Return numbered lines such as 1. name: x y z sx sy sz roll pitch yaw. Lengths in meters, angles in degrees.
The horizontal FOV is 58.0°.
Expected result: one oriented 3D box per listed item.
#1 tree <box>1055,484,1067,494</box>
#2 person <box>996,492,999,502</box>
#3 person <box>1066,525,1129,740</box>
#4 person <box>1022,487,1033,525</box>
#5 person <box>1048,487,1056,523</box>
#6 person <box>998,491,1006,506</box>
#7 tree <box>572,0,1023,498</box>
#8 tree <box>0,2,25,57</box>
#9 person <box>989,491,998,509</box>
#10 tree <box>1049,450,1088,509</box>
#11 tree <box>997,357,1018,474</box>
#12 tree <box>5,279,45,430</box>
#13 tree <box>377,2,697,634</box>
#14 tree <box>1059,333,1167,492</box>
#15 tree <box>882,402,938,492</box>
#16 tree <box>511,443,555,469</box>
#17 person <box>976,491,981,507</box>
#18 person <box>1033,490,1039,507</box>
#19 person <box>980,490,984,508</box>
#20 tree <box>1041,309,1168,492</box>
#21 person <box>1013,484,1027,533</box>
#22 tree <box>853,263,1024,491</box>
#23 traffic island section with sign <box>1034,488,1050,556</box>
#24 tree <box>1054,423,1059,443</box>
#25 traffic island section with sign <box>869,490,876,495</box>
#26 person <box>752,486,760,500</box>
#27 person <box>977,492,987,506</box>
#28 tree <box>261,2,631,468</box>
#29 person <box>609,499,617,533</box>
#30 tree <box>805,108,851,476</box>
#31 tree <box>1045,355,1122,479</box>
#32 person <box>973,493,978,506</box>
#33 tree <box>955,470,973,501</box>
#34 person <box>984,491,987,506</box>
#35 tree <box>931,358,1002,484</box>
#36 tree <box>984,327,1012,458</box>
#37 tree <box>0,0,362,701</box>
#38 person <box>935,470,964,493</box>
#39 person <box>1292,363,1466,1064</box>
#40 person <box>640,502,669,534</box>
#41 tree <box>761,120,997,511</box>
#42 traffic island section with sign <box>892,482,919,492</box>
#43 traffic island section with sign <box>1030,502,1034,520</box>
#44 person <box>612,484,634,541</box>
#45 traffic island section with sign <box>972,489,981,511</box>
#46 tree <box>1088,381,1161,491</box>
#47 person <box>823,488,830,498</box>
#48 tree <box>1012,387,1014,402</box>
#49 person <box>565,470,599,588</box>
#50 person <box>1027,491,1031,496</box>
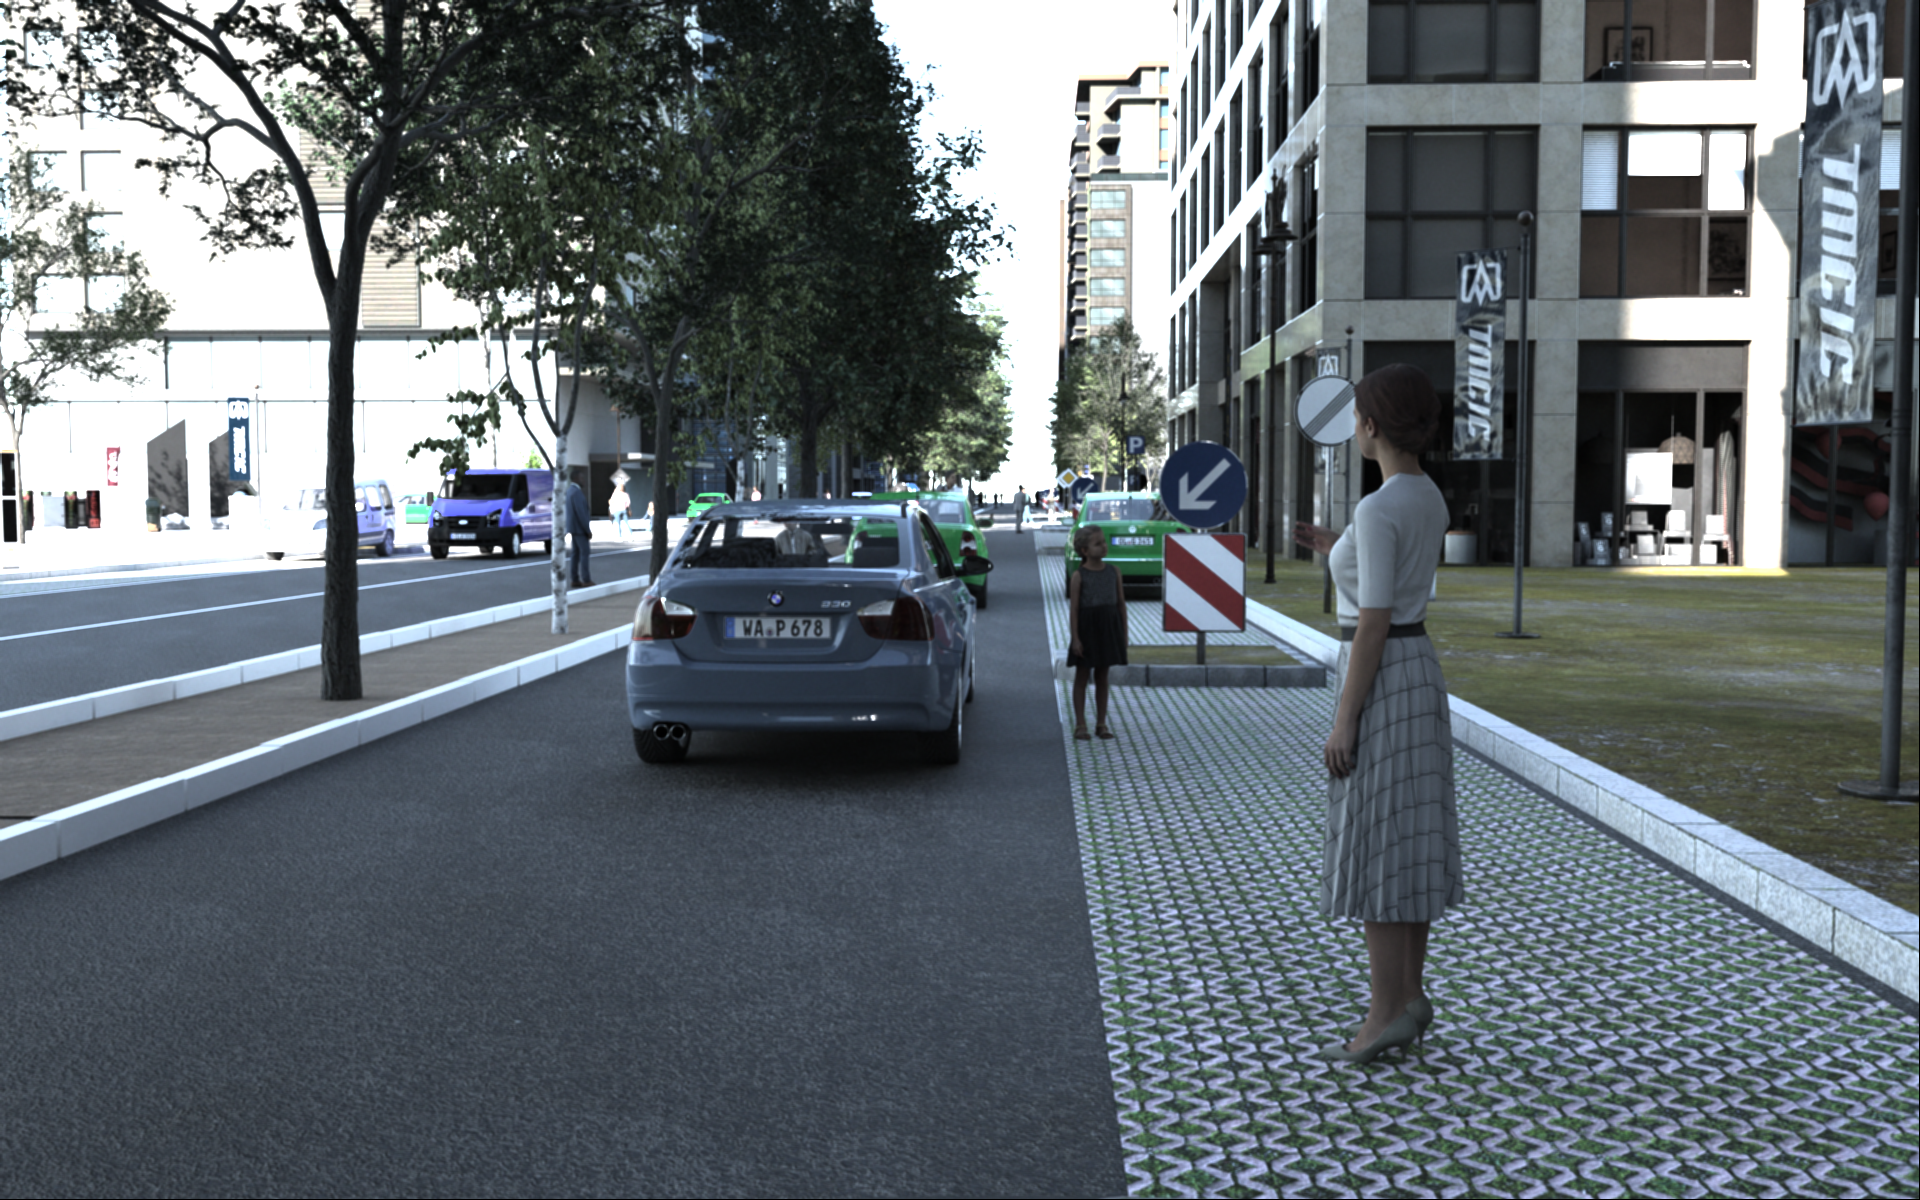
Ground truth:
1. tree: 11.642 -12.626 201.041 1.663 3.219 1.824 0 3 0
2. person: 6.365 -17.730 298.403 1.348 1.821 0.705 -1 4 -15
3. person: 0.810 0.187 10.117 0.362 1.253 0.373 -1 4 -14
4. person: 3.097 -4.445 81.517 0.721 1.781 0.623 -2 4 -29
5. person: 4.572 -4.694 85.797 0.362 1.759 0.519 2 4 27
6. person: 5.124 -12.595 214.449 1.348 1.821 0.705 2 4 34
7. tree: -3.412 -7.298 38.789 9.611 12.733 9.660 0 3 0
8. tree: -15.818 -10.122 21.381 12.611 20.169 13.585 0 3 0
9. person: 3.358 -9.922 171.260 0.750 1.759 0.617 -2 4 -30
10. tree: 9.859 -12.180 149.509 4.737 8.622 4.395 0 3 0
11. tree: 0.016 -11.900 115.149 7.486 12.596 7.792 0 3 0
12. tree: -30.116 -6.263 52.755 4.360 8.622 3.978 0 3 0
13. tree: -4.124 -3.968 17.699 4.737 8.622 4.395 0 3 0
14. tree: 7.625 -7.899 79.504 4.360 8.622 3.978 0 3 0
15. tree: -2.304 -6.286 55.597 4.360 8.622 3.978 0 3 0
16. tree: -15.847 -4.294 64.812 1.663 3.219 1.824 0 3 0
17. person: 2.252 -11.586 198.073 0.705 1.807 1.348 3 5 40
18. person: 7.877 -10.251 175.728 1.348 1.869 0.705 -3 4 -38
19. person: 2.284 -10.538 180.799 0.705 1.823 1.348 -1 4 -8
20. tree: 7.470 -9.321 86.806 7.601 10.594 8.767 1 4 11
21. person: 2.248 -3.353 63.515 0.606 1.804 0.583 2 4 32
22. tree: -1.543 -10.447 79.920 9.857 13.997 8.962 0 3 0
23. traffic island section with sign: 2.819 -1.970 40.844 1.989 1.847 2.006 0 4 2
24. tree: 8.340 -10.126 115.926 4.360 8.622 3.978 0 3 0
25. traffic island section with sign: -8.743 -10.096 173.691 1.989 1.847 2.006 0 4 2
26. person: -9.835 -4.564 83.134 0.555 1.821 0.388 2 4 29
27. person: 2.312 -10.916 187.695 1.217 1.735 0.721 1 4 20
28. tree: -16.147 -12.181 55.046 12.611 20.169 13.585 0 3 0
29. person: -12.628 -3.059 63.197 0.332 1.250 0.352 1 4 21
30. tree: -3.880 -4.734 30.213 4.737 8.622 4.395 0 3 0
31. tree: 10.170 -13.591 140.332 7.486 12.596 7.792 0 3 0
32. person: 1.681 -12.019 205.085 0.705 1.814 1.350 -3 5 -42
33. tree: 0.585 -11.344 138.289 4.737 8.622 4.395 0 3 0
34. person: 2.913 -12.063 205.600 0.599 1.838 0.709 -1 4 -23
35. tree: -0.808 -10.873 105.993 9.928 11.665 9.643 0 3 0
36. tree: -2.668 -7.657 62.058 8.767 10.594 7.601 0 4 2
37. tree: -4.341 -4.558 11.386 8.767 10.594 7.601 0 4 2
38. person: -0.224 -1.244 28.935 0.679 1.850 0.850 0 4 4
39. person: 1.024 0.283 4.443 0.524 1.755 0.480 2 4 34
40. person: -10.942 -2.950 62.236 1.012 1.151 0.738 0 4 -2
41. tree: -3.034 -7.757 47.418 7.486 12.596 7.792 0 3 0
42. traffic island section with sign: -2.017 -3.992 73.411 2.006 1.907 1.989 0 4 2
43. traffic island section with sign: 4.996 -5.320 95.617 1.989 1.847 2.006 0 4 2
44. person: -10.215 -2.665 52.668 0.593 1.750 0.643 -3 5 -42
45. traffic island section with sign: 0.948 -8.584 148.491 2.006 1.907 1.989 0 4 2
46. tree: 10.706 -9.737 109.564 4.737 8.622 4.395 0 3 0
47. person: -7.465 -5.403 97.423 0.593 1.750 0.643 2 4 30
48. tree: -1.488 -9.336 89.505 8.767 10.594 7.601 0 4 2
49. person: -5.840 -1.092 26.541 0.419 1.800 0.721 -3 5 -39
50. person: 8.136 -12.031 205.651 0.683 1.767 0.568 -1 4 -15
